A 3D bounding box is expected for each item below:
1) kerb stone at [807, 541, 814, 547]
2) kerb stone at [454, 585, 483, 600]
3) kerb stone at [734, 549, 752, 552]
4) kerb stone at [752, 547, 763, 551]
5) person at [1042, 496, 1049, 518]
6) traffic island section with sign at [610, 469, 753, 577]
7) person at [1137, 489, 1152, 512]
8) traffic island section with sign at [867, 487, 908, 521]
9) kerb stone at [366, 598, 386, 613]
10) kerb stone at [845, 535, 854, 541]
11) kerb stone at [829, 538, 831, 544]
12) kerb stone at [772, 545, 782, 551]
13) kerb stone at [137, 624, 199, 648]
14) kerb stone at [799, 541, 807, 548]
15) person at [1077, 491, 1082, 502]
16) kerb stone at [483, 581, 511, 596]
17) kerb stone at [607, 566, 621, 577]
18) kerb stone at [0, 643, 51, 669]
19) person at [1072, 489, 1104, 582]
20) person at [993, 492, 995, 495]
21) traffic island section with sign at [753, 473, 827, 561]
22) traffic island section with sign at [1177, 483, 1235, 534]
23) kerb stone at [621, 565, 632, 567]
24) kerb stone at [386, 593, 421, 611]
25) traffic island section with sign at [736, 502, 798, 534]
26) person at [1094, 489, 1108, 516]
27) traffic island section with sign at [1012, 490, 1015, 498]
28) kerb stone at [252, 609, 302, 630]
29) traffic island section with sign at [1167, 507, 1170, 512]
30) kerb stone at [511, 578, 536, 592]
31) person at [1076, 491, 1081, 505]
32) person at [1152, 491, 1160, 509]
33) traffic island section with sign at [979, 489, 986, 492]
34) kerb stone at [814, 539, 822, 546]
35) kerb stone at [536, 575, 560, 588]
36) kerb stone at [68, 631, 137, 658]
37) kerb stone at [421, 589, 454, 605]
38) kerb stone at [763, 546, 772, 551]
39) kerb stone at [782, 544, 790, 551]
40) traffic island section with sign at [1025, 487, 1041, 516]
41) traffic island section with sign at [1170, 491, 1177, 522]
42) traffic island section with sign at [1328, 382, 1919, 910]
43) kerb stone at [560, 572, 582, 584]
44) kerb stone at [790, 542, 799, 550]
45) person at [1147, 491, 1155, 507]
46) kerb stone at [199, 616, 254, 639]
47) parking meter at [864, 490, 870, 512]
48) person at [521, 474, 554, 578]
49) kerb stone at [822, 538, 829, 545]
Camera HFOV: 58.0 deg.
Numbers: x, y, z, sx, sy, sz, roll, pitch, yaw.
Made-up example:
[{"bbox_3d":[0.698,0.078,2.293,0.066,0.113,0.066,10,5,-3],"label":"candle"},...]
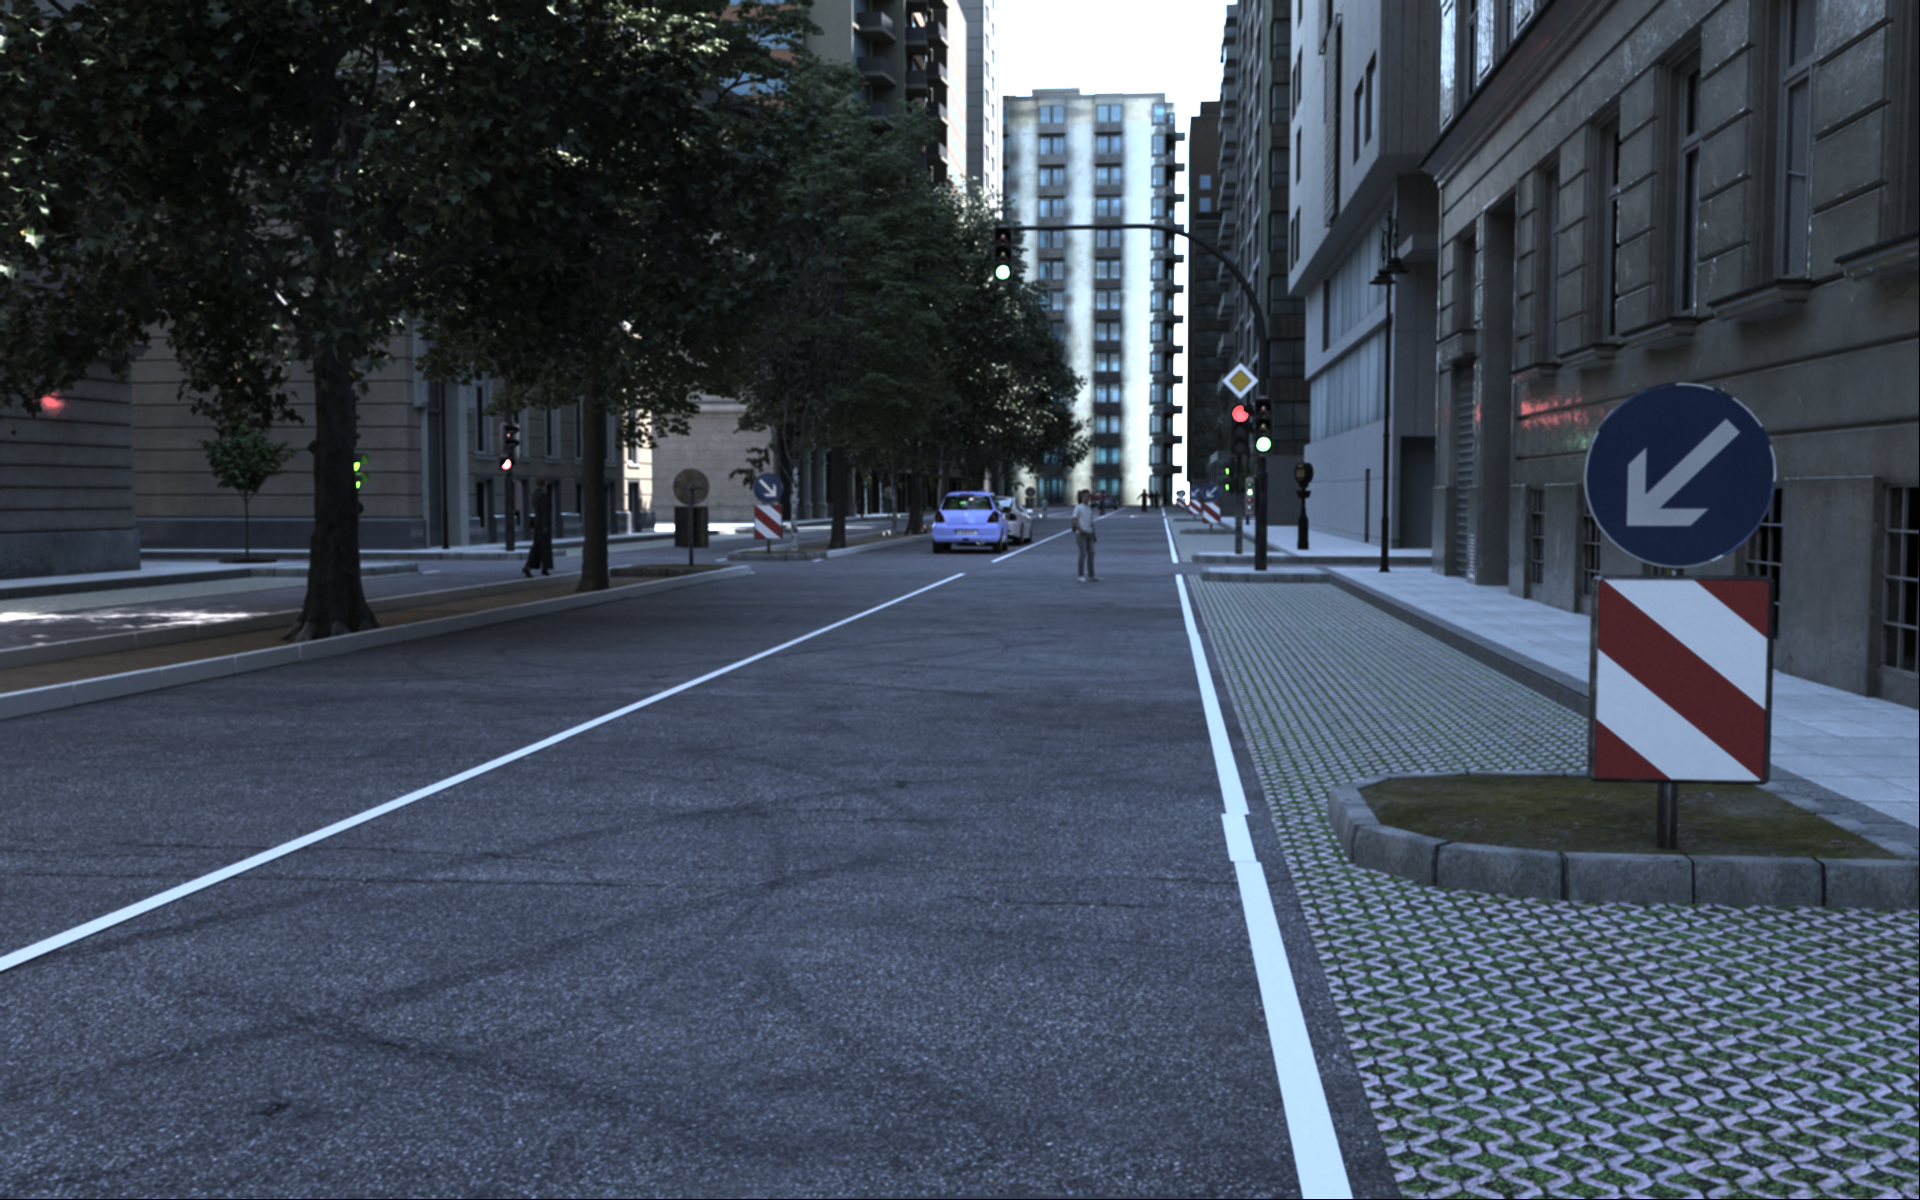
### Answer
[{"bbox_3d":[-4.146,-1.489,46.573,0.120,0.150,1.000,0,4,7],"label":"kerb stone"},{"bbox_3d":[-6.788,-0.087,23.611,0.120,0.150,1.000,0,4,7],"label":"kerb stone"},{"bbox_3d":[-4.961,-1.054,39.434,0.120,0.150,1.000,0,4,7],"label":"kerb stone"},{"bbox_3d":[-4.843,-1.114,40.453,0.120,0.150,1.000,0,4,7],"label":"kerb stone"},{"bbox_3d":[5.119,-5.604,104.410,0.425,1.301,0.394,-1,4,-17],"label":"person"},{"bbox_3d":[-4.912,-1.372,30.577,2.006,1.907,1.989,0,4,7],"label":"traffic island section with sign"},{"bbox_3d":[14.538,-7.828,136.447,1.348,1.831,0.705,2,4,29],"label":"person"},{"bbox_3d":[-3.773,-5.068,91.494,1.989,1.847,2.006,0,4,7],"label":"traffic island section with sign"},{"bbox_3d":[-7.131,0.100,20.564,0.120,0.150,1.000,0,4,7],"label":"kerb stone"},{"bbox_3d":[-3.443,-1.864,52.677,0.120,0.150,1.000,0,4,7],"label":"kerb stone"},{"bbox_3d":[-3.792,-1.677,49.620,0.120,0.150,1.000,0,4,7],"label":"kerb stone"},{"bbox_3d":[-4.609,-1.239,42.493,0.120,0.150,1.000,0,4,7],"label":"kerb stone"},{"bbox_3d":[-7.602,0.349,16.489,0.120,0.150,1.000,0,4,7],"label":"kerb stone"},{"bbox_3d":[-4.259,-1.429,45.557,0.120,0.150,1.000,0,4,7],"label":"kerb stone"},{"bbox_3d":[10.903,-9.075,157.611,0.721,1.736,1.217,1,4,21],"label":"person"},{"bbox_3d":[-6.661,-0.149,24.625,0.120,0.150,1.000,0,4,7],"label":"kerb stone"},{"bbox_3d":[-6.078,-0.460,29.711,0.120,0.150,1.000,0,4,7],"label":"kerb stone"},{"bbox_3d":[-7.832,0.476,14.451,0.120,0.150,1.000,0,4,7],"label":"kerb stone"},{"bbox_3d":[2.068,-1.054,28.322,0.523,1.515,0.503,1,4,16],"label":"person"},{"bbox_3d":[2.776,-8.873,153.446,0.709,1.838,0.599,-2,4,-23],"label":"person"},{"bbox_3d":[-4.056,-1.823,37.934,2.006,1.907,1.989,0,4,7],"label":"traffic island section with sign"},{"bbox_3d":[8.879,-3.268,62.054,1.989,1.847,2.006,0,4,7],"label":"traffic island section with sign"},{"bbox_3d":[-5.965,-0.520,30.727,0.120,0.150,1.000,0,4,7],"label":"kerb stone"},{"bbox_3d":[-7.014,0.038,21.579,0.120,0.150,1.000,0,4,7],"label":"kerb stone"},{"bbox_3d":[-6.993,-3.349,63.382,1.989,1.847,2.006,0,4,7],"label":"traffic island section with sign"},{"bbox_3d":[9.443,-6.513,115.702,0.721,1.743,1.217,-3,5,-42],"label":"person"},{"bbox_3d":[5.005,-9.734,167.781,1.989,1.847,2.006,0,4,7],"label":"traffic island section with sign"},{"bbox_3d":[-7.365,0.225,18.524,0.120,0.150,1.000,0,4,7],"label":"kerb stone"},{"bbox_3d":[17.645,-7.936,138.386,1.989,1.847,2.006,0,4,7],"label":"traffic island section with sign"},{"bbox_3d":[-6.547,-0.211,25.644,0.120,0.150,1.000,0,4,7],"label":"kerb stone"},{"bbox_3d":[10.449,-8.653,150.662,0.721,1.739,1.217,-2,4,-32],"label":"person"},{"bbox_3d":[19.369,-9.911,171.264,0.721,1.735,1.217,3,5,45],"label":"person"},{"bbox_3d":[1.818,-8.037,140.035,1.989,1.847,2.006,0,4,7],"label":"traffic island section with sign"},{"bbox_3d":[-4.027,-1.551,47.588,0.120,0.150,1.000,0,4,7],"label":"kerb stone"},{"bbox_3d":[-6.429,-0.272,26.659,0.120,0.150,1.000,0,4,7],"label":"kerb stone"},{"bbox_3d":[-7.721,0.412,15.467,0.120,0.150,1.000,0,4,7],"label":"kerb stone"},{"bbox_3d":[-6.896,-0.024,22.594,0.120,0.150,1.000,0,4,7],"label":"kerb stone"},{"bbox_3d":[-4.726,-1.179,41.474,0.120,0.150,1.000,0,4,7],"label":"kerb stone"},{"bbox_3d":[-4.493,-1.304,43.513,0.120,0.150,1.000,0,4,7],"label":"kerb stone"},{"bbox_3d":[4.518,-6.388,112.584,2.006,1.907,1.989,0,4,7],"label":"traffic island section with sign"},{"bbox_3d":[12.090,-4.979,90.039,1.989,1.847,2.006,0,4,7],"label":"traffic island section with sign"},{"bbox_3d":[2.544,0.102,6.959,1.989,1.847,2.006,0,4,7],"label":"traffic island section with sign"},{"bbox_3d":[-6.311,-0.335,27.675,0.120,0.150,1.000,0,4,7],"label":"kerb stone"},{"bbox_3d":[-4.372,-1.363,44.538,0.120,0.150,1.000,0,4,7],"label":"kerb stone"},{"bbox_3d":[21.152,-11.188,191.440,0.705,1.821,1.348,-2,4,-29],"label":"person"},{"bbox_3d":[-7.479,0.299,17.510,0.120,0.150,1.000,0,4,7],"label":"kerb stone"},{"bbox_3d":[-6.045,-6.389,112.876,0.372,1.533,0.369,0,3,0],"label":"parking meter"},{"bbox_3d":[-7.207,-1.273,29.728,0.576,1.772,0.534,2,4,31],"label":"person"},{"bbox_3d":[-3.910,-1.614,48.604,0.120,0.150,1.000,0,4,7],"label":"kerb stone"}]
